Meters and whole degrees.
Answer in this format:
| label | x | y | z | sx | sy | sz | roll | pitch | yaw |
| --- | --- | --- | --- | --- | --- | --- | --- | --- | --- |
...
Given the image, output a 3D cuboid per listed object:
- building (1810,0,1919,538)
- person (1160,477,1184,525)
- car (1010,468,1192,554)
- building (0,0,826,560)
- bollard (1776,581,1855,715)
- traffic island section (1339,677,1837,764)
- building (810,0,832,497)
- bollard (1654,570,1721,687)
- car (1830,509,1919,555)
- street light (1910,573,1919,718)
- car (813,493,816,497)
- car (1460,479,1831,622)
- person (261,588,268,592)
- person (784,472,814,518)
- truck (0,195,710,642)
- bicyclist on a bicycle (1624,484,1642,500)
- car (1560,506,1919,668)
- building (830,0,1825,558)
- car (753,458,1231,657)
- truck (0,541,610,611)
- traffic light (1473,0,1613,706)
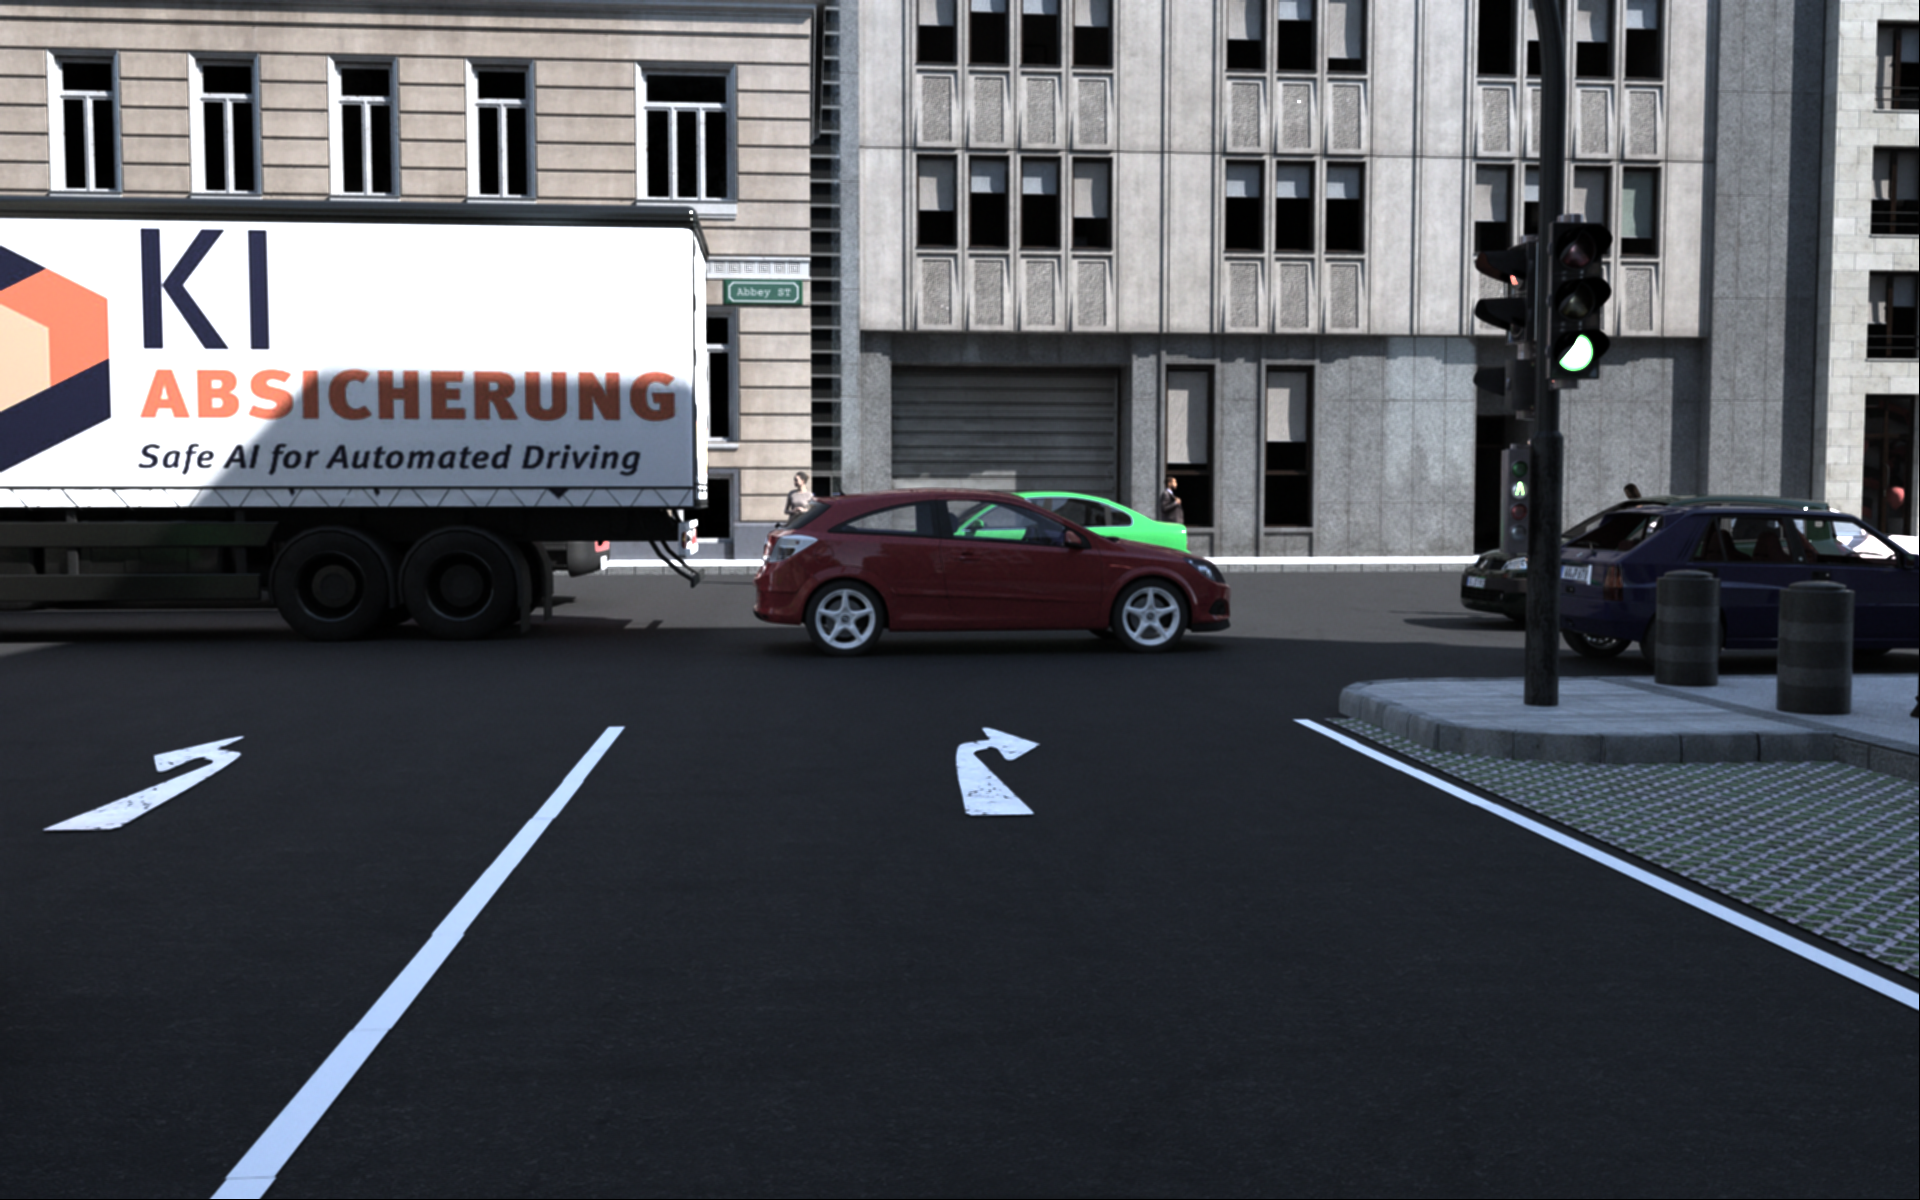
| label | x | y | z | sx | sy | sz | roll | pitch | yaw |
| --- | --- | --- | --- | --- | --- | --- | --- | --- | --- |
| building | 25.487 | -11.363 | 40.537 | 16.860 | 20.320 | 10.420 | 0 | 4 | -5 |
| person | 3.566 | -1.212 | 29.134 | 0.431 | 1.722 | 0.655 | 1 | 4 | 17 |
| car | 0.804 | -0.905 | 23.601 | 4.718 | 1.807 | 1.959 | 0 | 4 | -7 |
| building | -13.035 | -15.433 | 38.241 | 20.117 | 28.700 | 13.634 | 0 | 4 | -5 |
| bollard | 5.050 | 0.275 | 10.225 | 0.404 | 0.777 | 0.398 | 0 | 3 | 0 |
| traffic island section | 3.558 | 0.715 | 10.591 | 2.009 | 0.180 | 2.903 | 0 | 4 | -5 |
| building | -9.784 | -46.703 | 201.847 | 20.611 | 71.187 | 20.563 | 0 | 4 | -5 |
| bollard | 4.917 | 0.184 | 11.708 | 0.404 | 0.777 | 0.398 | 0 | 3 | 0 |
| car | 11.003 | -0.659 | 23.145 | 4.827 | 1.381 | 2.083 | 0 | 4 | -4 |
| street light | 5.570 | -2.263 | 9.787 | 0.468 | 5.910 | 1.993 | 0 | 4 | -5 |
| car | -10.681 | -6.817 | 121.045 | 1.945 | 1.707 | 3.694 | 0 | 4 | -4 |
| car | 7.631 | -0.554 | 18.838 | 4.222 | 1.686 | 2.009 | 0 | 4 | -4 |
| person | -9.742 | -0.997 | 24.789 | 0.713 | 1.824 | 0.794 | -2 | 4 | -33 |
| person | -2.575 | -1.122 | 27.194 | 0.599 | 1.781 | 0.374 | 0 | 4 | 7 |
| truck | -8.269 | -1.752 | 17.566 | 11.283 | 4.237 | 2.839 | 0 | 4 | -6 |
| bicyclist on a bicycle | 11.676 | -1.240 | 30.290 | 1.625 | 1.676 | 1.499 | 0 | 4 | -5 |
| car | 6.981 | -0.125 | 14.625 | 3.894 | 1.354 | 1.945 | 0 | 4 | -5 |
| building | 7.050 | -13.578 | 40.030 | 19.932 | 24.808 | 12.078 | 0 | 4 | -5 |
| car | 0.321 | -0.439 | 16.212 | 4.494 | 1.783 | 2.155 | 0 | 4 | -7 |
| truck | -9.622 | -2.043 | 22.315 | 11.283 | 4.237 | 2.839 | 0 | 4 | -4 |
| traffic light | 1.441 | -2.170 | 10.149 | 4.771 | 5.953 | 1.251 | 0 | 4 | -5 |
